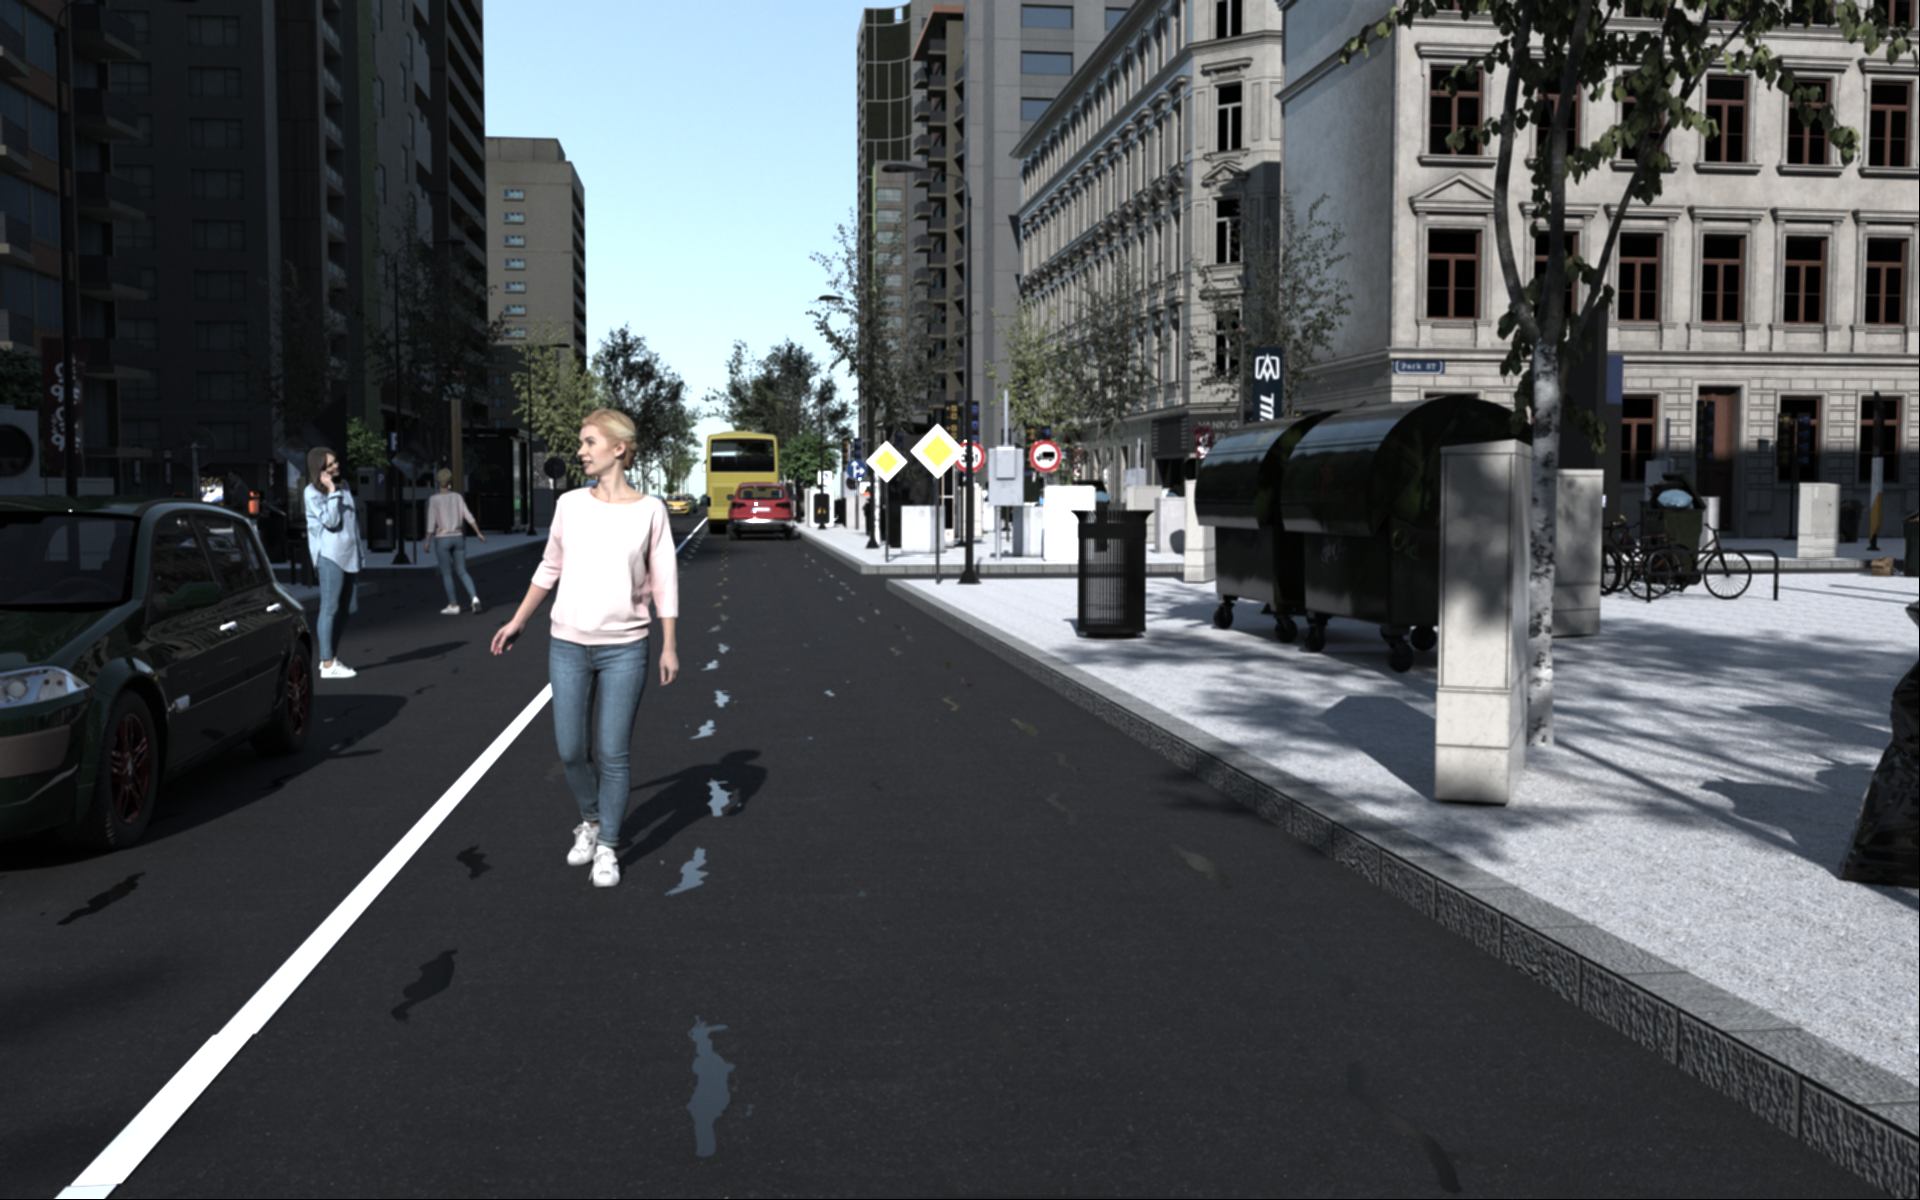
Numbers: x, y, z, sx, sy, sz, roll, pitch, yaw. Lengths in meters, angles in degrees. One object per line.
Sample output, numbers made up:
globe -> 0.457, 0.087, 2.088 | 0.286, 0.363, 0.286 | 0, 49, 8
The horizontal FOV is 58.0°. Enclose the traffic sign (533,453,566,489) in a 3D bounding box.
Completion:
traffic sign -> -20.571, -5.604, 85.499 | 2.265, 3.308, 0.079 | 0, 3, 0

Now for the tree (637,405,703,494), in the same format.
tree -> -33.081, -16.590, 197.003 | 9.928, 11.665, 9.643 | 0, 3, 0

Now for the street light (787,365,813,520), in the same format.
street light -> -5.544, -5.512, 62.655 | 1.470, 5.913, 1.316 | 0, 4, -8

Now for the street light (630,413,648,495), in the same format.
street light -> -18.883, -7.771, 99.598 | 1.470, 5.913, 1.316 | 0, 4, -8

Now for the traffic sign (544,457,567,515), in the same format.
traffic sign -> -13.854, -3.620, 59.290 | 0.768, 2.556, 0.104 | 0, 4, -7

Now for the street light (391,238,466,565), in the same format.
street light -> -9.671, -3.609, 31.540 | 1.470, 5.913, 1.316 | 0, 4, -8

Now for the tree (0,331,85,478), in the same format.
tree -> -18.477, -3.019, 33.079 | 4.285, 4.588, 4.351 | 0, 3, 0

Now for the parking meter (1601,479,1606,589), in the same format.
parking meter -> 8.595, -0.929, 23.605 | 0.372, 1.533, 0.369 | 0, 3, 0

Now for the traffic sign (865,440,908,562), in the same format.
traffic sign -> -1.377, -1.767, 32.525 | 0.795, 2.450, 0.064 | 0, 4, -8

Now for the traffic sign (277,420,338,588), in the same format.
traffic sign -> -8.841, -1.214, 23.496 | 0.795, 2.450, 0.064 | 0, 4, -8

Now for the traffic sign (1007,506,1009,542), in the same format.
traffic sign -> 1.291, -2.727, 46.716 | 0.606, 2.300, 0.079 | 0, 4, -7

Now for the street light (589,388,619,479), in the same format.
street light -> -15.686, -6.337, 76.152 | 1.470, 5.913, 1.316 | 0, 4, -8

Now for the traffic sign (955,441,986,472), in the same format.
traffic sign -> 0.225, -2.523, 41.353 | 0.768, 2.556, 0.104 | 0, 4, -2

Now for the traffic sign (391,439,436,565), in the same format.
traffic sign -> -9.899, -1.698, 31.411 | 0.795, 2.450, 0.064 | 0, 4, -8

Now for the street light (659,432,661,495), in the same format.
street light -> -22.809, -9.583, 129.224 | 1.470, 5.913, 1.316 | 0, 4, -8

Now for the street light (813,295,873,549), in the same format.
street light -> -2.604, -4.166, 40.647 | 1.470, 5.913, 1.316 | 0, 4, -8

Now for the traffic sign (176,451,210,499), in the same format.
traffic sign -> -15.103, -2.086, 34.210 | 0.768, 2.556, 0.104 | 0, 4, 1

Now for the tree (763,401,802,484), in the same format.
tree -> -13.323, -11.171, 133.010 | 4.737, 8.622, 4.395 | 0, 3, 0

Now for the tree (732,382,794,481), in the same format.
tree -> -19.512, -15.618, 173.477 | 7.486, 12.596, 7.792 | 0, 3, 0

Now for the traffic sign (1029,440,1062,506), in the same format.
traffic sign -> 1.998, -2.479, 40.644 | 0.768, 2.556, 0.104 | 0, 4, -7

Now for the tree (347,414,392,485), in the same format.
tree -> -23.328, -5.008, 65.594 | 4.285, 4.588, 4.351 | 0, 3, 0

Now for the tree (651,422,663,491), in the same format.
tree -> -22.646, -10.492, 121.900 | 4.360, 8.622, 3.978 | 0, 3, 0

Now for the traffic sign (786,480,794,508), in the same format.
traffic sign -> -8.910, -5.662, 92.579 | 0.884, 2.594, 0.081 | 0, 4, -7

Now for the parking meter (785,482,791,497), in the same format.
parking meter -> -8.627, -4.966, 86.897 | 0.255, 1.863, 0.399 | 0, 4, -6

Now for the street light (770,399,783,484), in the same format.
street light -> -8.549, -6.862, 84.736 | 1.470, 5.913, 1.316 | 0, 4, -8

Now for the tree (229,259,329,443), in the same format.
tree -> -20.427, -6.345, 54.101 | 4.360, 8.622, 3.978 | 0, 3, 0

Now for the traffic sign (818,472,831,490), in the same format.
traffic sign -> -6.044, -4.609, 77.480 | 0.606, 2.300, 0.079 | 0, 4, -5

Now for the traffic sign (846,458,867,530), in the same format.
traffic sign -> -3.709, -3.791, 62.087 | 0.768, 2.556, 0.104 | 0, 4, -7

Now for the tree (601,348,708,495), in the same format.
tree -> -26.147, -14.267, 143.638 | 12.009, 13.543, 11.850 | 0, 3, 0

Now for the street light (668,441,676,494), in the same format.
street light -> -25.819, -10.965, 151.811 | 1.470, 5.913, 1.316 | 0, 4, -8

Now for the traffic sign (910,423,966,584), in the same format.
traffic sign -> -0.320, -1.282, 24.610 | 0.795, 2.450, 0.064 | 0, 4, -8

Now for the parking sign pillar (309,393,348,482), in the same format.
parking sign pillar -> -16.850, -3.509, 45.837 | 1.447, 3.967, 1.447 | 2, 4, 27

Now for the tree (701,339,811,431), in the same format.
tree -> -24.827, -21.800, 212.312 | 12.611, 20.169, 13.585 | 0, 3, 0

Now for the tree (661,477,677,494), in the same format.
tree -> -30.443, -11.493, 182.504 | 1.663, 3.219, 1.824 | 0, 3, 0

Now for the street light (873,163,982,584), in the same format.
street light -> -0.404, -3.181, 24.544 | 1.470, 5.913, 1.316 | 0, 4, -8

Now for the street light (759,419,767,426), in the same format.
street light -> -11.512, -8.221, 106.952 | 1.470, 5.913, 1.316 | 0, 4, -8

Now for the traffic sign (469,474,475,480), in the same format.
traffic sign -> -17.890, -3.914, 64.103 | 0.768, 2.556, 0.104 | 0, 4, -1

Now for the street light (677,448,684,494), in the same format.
street light -> -28.749, -12.311, 173.820 | 1.470, 5.913, 1.316 | 0, 4, -8

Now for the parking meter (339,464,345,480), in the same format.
parking meter -> -12.105, -1.713, 33.726 | 0.255, 1.863, 0.399 | -1, 4, -19

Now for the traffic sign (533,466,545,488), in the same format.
traffic sign -> -19.400, -4.848, 79.373 | 0.768, 2.556, 0.104 | 0, 4, -2

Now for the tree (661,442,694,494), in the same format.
tree -> -40.248, -17.996, 244.600 | 4.737, 8.622, 4.395 | 0, 3, 0

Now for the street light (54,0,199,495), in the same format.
street light -> -7.659, -2.654, 15.941 | 1.470, 5.913, 1.316 | 0, 4, -8

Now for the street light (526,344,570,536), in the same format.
street light -> -12.725, -4.954, 53.533 | 1.470, 5.913, 1.316 | 0, 4, -8

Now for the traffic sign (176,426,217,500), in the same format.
traffic sign -> -14.279, -1.974, 32.387 | 0.768, 2.556, 0.104 | 0, 4, 2

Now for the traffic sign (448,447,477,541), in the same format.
traffic sign -> -13.468, -2.865, 46.949 | 0.768, 2.556, 0.104 | 0, 4, -7
